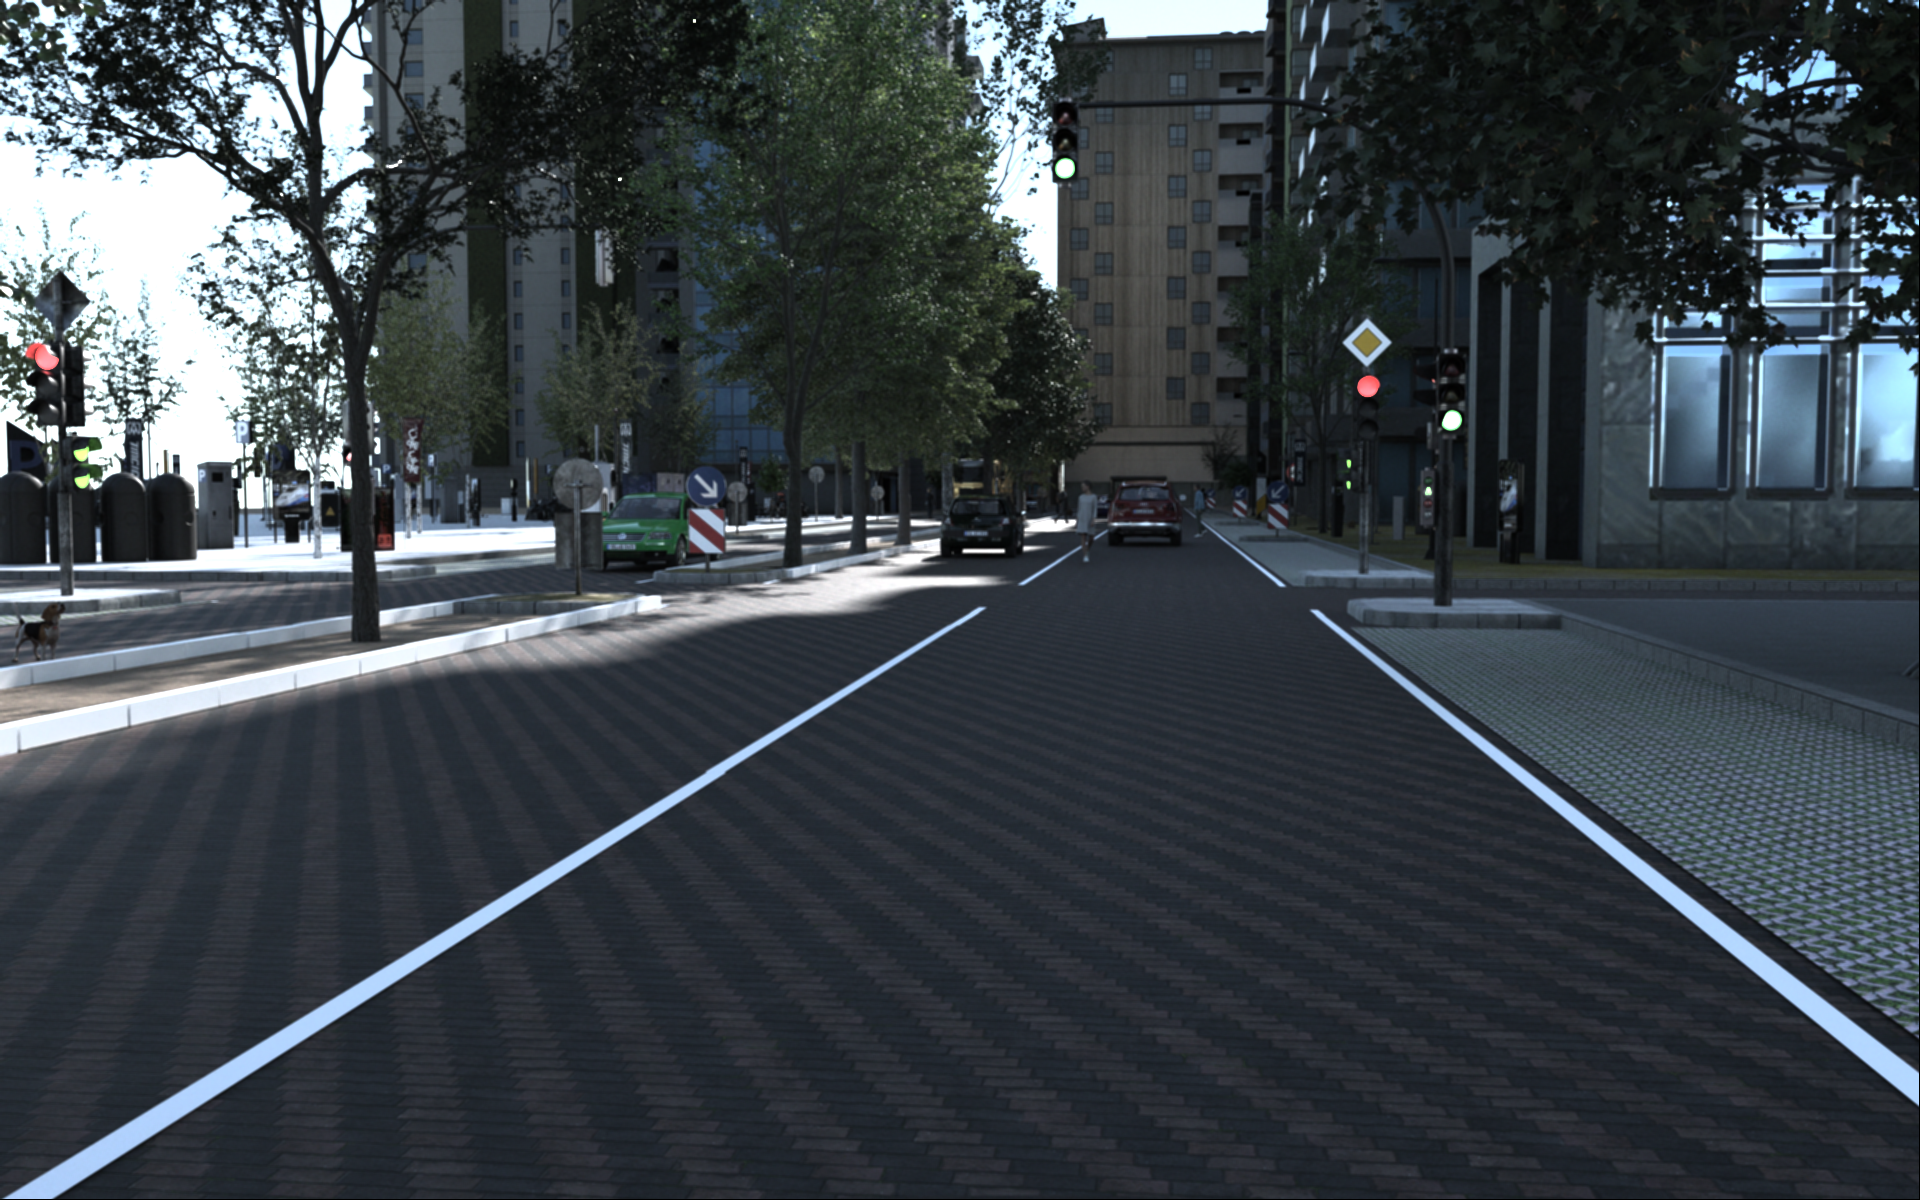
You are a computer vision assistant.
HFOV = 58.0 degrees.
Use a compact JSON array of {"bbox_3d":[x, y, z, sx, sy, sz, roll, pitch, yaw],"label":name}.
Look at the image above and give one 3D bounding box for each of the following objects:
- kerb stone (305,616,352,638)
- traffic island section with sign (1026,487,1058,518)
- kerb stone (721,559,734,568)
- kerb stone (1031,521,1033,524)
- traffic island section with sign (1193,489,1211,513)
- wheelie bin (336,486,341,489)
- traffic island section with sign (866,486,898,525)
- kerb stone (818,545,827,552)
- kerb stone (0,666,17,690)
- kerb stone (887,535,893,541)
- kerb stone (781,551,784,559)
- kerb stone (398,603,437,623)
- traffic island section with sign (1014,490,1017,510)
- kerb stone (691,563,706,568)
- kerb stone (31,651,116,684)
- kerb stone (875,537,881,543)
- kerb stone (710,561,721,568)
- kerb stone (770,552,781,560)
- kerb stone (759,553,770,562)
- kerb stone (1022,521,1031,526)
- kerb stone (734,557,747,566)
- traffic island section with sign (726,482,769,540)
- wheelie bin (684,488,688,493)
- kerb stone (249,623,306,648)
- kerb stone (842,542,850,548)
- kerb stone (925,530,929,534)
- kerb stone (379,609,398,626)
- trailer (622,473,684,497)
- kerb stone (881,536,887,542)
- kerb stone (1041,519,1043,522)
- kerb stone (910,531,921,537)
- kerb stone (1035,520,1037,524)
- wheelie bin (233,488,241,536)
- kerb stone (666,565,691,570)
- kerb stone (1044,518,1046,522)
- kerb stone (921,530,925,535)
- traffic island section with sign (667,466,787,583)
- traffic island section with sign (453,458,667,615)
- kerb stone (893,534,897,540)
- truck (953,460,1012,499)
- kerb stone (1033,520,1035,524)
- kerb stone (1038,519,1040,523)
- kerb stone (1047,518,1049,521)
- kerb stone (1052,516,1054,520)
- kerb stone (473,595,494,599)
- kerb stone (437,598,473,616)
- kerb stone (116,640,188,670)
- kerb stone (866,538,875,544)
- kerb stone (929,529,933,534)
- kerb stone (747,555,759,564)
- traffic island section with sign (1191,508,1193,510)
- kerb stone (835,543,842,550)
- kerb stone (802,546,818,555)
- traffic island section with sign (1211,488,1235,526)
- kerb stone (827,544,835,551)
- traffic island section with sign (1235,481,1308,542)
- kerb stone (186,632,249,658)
[{"bbox_3d":[-6.454,0.285,17.541,0.120,0.150,1.000,0,4,7],"label":"kerb stone"},{"bbox_3d":[4.845,-5.824,103.363,2.006,1.907,1.989,0,4,7],"label":"traffic island section with sign"},{"bbox_3d":[-4.571,-0.679,33.324,0.120,0.150,1.000,0,4,7],"label":"kerb stone"},{"bbox_3d":[3.205,-3.587,80.850,0.120,0.150,1.000,0,4,7],"label":"kerb stone"},{"bbox_3d":[18.566,-7.358,128.936,1.989,1.847,2.006,0,4,7],"label":"traffic island section with sign"},{"bbox_3d":[-24.039,-3.614,66.996,0.693,1.594,0.980,-1,4,-10],"label":"wheelie bin"},{"bbox_3d":[-3.895,-4.445,81.308,1.989,1.847,2.006,0,4,7],"label":"traffic island section with sign"},{"bbox_3d":[-3.481,-1.240,42.477,0.120,0.150,1.000,0,4,7],"label":"kerb stone"},{"bbox_3d":[-7.057,0.596,12.443,0.120,0.150,1.000,0,4,7],"label":"kerb stone"},{"bbox_3d":[-2.266,-1.862,52.637,0.120,0.150,1.000,0,4,7],"label":"kerb stone"},{"bbox_3d":[-3.958,-0.992,38.415,0.120,0.150,1.000,0,4,7],"label":"kerb stone"},{"bbox_3d":[-6.211,0.160,19.581,0.120,0.150,1.000,0,4,7],"label":"kerb stone"},{"bbox_3d":[5.269,-9.149,158.215,1.989,1.847,2.006,0,4,7],"label":"traffic island section with sign"},{"bbox_3d":[-4.810,-0.553,31.269,0.120,0.150,1.000,0,4,7],"label":"kerb stone"},{"bbox_3d":[-6.937,0.534,13.464,0.120,0.150,1.000,0,4,7],"label":"kerb stone"},{"bbox_3d":[-2.510,-1.738,50.607,0.120,0.150,1.000,0,4,7],"label":"kerb stone"},{"bbox_3d":[-4.689,-0.618,32.292,0.120,0.150,1.000,0,4,7],"label":"kerb stone"},{"bbox_3d":[-4.085,-0.926,37.399,0.120,0.150,1.000,0,4,7],"label":"kerb stone"},{"bbox_3d":[-4.207,-0.864,36.384,0.120,0.150,1.000,0,4,7],"label":"kerb stone"},{"bbox_3d":[3.077,-3.525,79.833,0.120,0.150,1.000,0,4,7],"label":"kerb stone"},{"bbox_3d":[-4.451,-0.740,34.349,0.120,0.150,1.000,0,4,7],"label":"kerb stone"},{"bbox_3d":[-7.095,-2.808,54.543,1.989,1.847,2.006,0,4,7],"label":"traffic island section with sign"},{"bbox_3d":[-13.877,-4.796,86.329,0.980,1.594,0.693,2,4,27],"label":"wheelie bin"},{"bbox_3d":[-6.570,0.354,16.523,0.120,0.150,1.000,0,4,7],"label":"kerb stone"},{"bbox_3d":[-3.115,-1.427,45.523,0.120,0.150,1.000,0,4,7],"label":"kerb stone"},{"bbox_3d":[-1.300,-2.352,60.782,0.120,0.150,1.000,0,4,7],"label":"kerb stone"},{"bbox_3d":[-6.328,0.223,18.557,0.120,0.150,1.000,0,4,7],"label":"kerb stone"},{"bbox_3d":[-8.472,-2.445,47.030,1.471,1.999,3.904,0,4,7],"label":"trailer"},{"bbox_3d":[-2.390,-1.796,51.623,0.120,0.150,1.000,0,4,7],"label":"kerb stone"},{"bbox_3d":[3.935,-3.954,86.958,0.120,0.150,1.000,0,4,7],"label":"kerb stone"},{"bbox_3d":[-1.543,-2.233,58.731,0.120,0.150,1.000,0,4,7],"label":"kerb stone"},{"bbox_3d":[3.445,-3.711,82.880,0.120,0.150,1.000,0,4,7],"label":"kerb stone"},{"bbox_3d":[-22.583,-2.779,53.351,0.980,1.594,0.693,3,5,45],"label":"wheelie bin"},{"bbox_3d":[-4.941,-0.493,30.249,0.120,0.150,1.000,0,4,7],"label":"kerb stone"},{"bbox_3d":[4.181,-4.085,88.988,0.120,0.150,1.000,0,4,7],"label":"kerb stone"},{"bbox_3d":[-1.422,-2.295,59.760,0.120,0.150,1.000,0,4,7],"label":"kerb stone"},{"bbox_3d":[-4.036,-1.261,28.749,2.006,1.907,1.989,0,4,7],"label":"traffic island section with sign"},{"bbox_3d":[-4.922,-0.811,21.395,2.006,1.907,1.989,0,4,7],"label":"traffic island section with sign"},{"bbox_3d":[-2.149,-1.922,53.653,0.120,0.150,1.000,0,4,7],"label":"kerb stone"},{"bbox_3d":[1.242,-6.331,99.432,3.469,3.379,9.791,0,4,8],"label":"truck"},{"bbox_3d":[3.325,-3.650,81.865,0.120,0.150,1.000,0,4,7],"label":"kerb stone"},{"bbox_3d":[3.693,-3.836,84.915,0.120,0.150,1.000,0,4,7],"label":"kerb stone"},{"bbox_3d":[4.432,-4.210,91.029,0.120,0.150,1.000,0,4,7],"label":"kerb stone"},{"bbox_3d":[4.907,-4.451,95.096,0.120,0.150,1.000,0,4,7],"label":"kerb stone"},{"bbox_3d":[-5.970,0.036,21.611,0.120,0.150,1.000,0,4,7],"label":"kerb stone"},{"bbox_3d":[-6.083,0.098,20.595,0.120,0.150,1.000,0,4,7],"label":"kerb stone"},{"bbox_3d":[-6.814,0.473,14.482,0.120,0.150,1.000,0,4,7],"label":"kerb stone"},{"bbox_3d":[-2.637,-1.676,49.592,0.120,0.150,1.000,0,4,7],"label":"kerb stone"},{"bbox_3d":[-1.173,-2.422,61.796,0.120,0.150,1.000,0,4,7],"label":"kerb stone"},{"bbox_3d":[-4.325,-0.806,35.366,0.120,0.150,1.000,0,4,7],"label":"kerb stone"},{"bbox_3d":[21.752,-8.995,155.703,1.989,1.847,2.006,0,4,7],"label":"traffic island section with sign"},{"bbox_3d":[-3.239,-1.362,44.507,0.120,0.150,1.000,0,4,7],"label":"kerb stone"},{"bbox_3d":[-3.608,-1.176,41.462,0.120,0.150,1.000,0,4,7],"label":"kerb stone"},{"bbox_3d":[12.627,-4.306,79.030,1.989,1.847,2.006,0,4,7],"label":"traffic island section with sign"},{"bbox_3d":[-3.354,-1.302,43.491,0.120,0.150,1.000,0,4,7],"label":"kerb stone"},{"bbox_3d":[9.433,-2.669,52.264,1.989,1.847,2.006,0,4,7],"label":"traffic island section with sign"},{"bbox_3d":[-6.704,0.410,15.498,0.120,0.150,1.000,0,4,7],"label":"kerb stone"}]
